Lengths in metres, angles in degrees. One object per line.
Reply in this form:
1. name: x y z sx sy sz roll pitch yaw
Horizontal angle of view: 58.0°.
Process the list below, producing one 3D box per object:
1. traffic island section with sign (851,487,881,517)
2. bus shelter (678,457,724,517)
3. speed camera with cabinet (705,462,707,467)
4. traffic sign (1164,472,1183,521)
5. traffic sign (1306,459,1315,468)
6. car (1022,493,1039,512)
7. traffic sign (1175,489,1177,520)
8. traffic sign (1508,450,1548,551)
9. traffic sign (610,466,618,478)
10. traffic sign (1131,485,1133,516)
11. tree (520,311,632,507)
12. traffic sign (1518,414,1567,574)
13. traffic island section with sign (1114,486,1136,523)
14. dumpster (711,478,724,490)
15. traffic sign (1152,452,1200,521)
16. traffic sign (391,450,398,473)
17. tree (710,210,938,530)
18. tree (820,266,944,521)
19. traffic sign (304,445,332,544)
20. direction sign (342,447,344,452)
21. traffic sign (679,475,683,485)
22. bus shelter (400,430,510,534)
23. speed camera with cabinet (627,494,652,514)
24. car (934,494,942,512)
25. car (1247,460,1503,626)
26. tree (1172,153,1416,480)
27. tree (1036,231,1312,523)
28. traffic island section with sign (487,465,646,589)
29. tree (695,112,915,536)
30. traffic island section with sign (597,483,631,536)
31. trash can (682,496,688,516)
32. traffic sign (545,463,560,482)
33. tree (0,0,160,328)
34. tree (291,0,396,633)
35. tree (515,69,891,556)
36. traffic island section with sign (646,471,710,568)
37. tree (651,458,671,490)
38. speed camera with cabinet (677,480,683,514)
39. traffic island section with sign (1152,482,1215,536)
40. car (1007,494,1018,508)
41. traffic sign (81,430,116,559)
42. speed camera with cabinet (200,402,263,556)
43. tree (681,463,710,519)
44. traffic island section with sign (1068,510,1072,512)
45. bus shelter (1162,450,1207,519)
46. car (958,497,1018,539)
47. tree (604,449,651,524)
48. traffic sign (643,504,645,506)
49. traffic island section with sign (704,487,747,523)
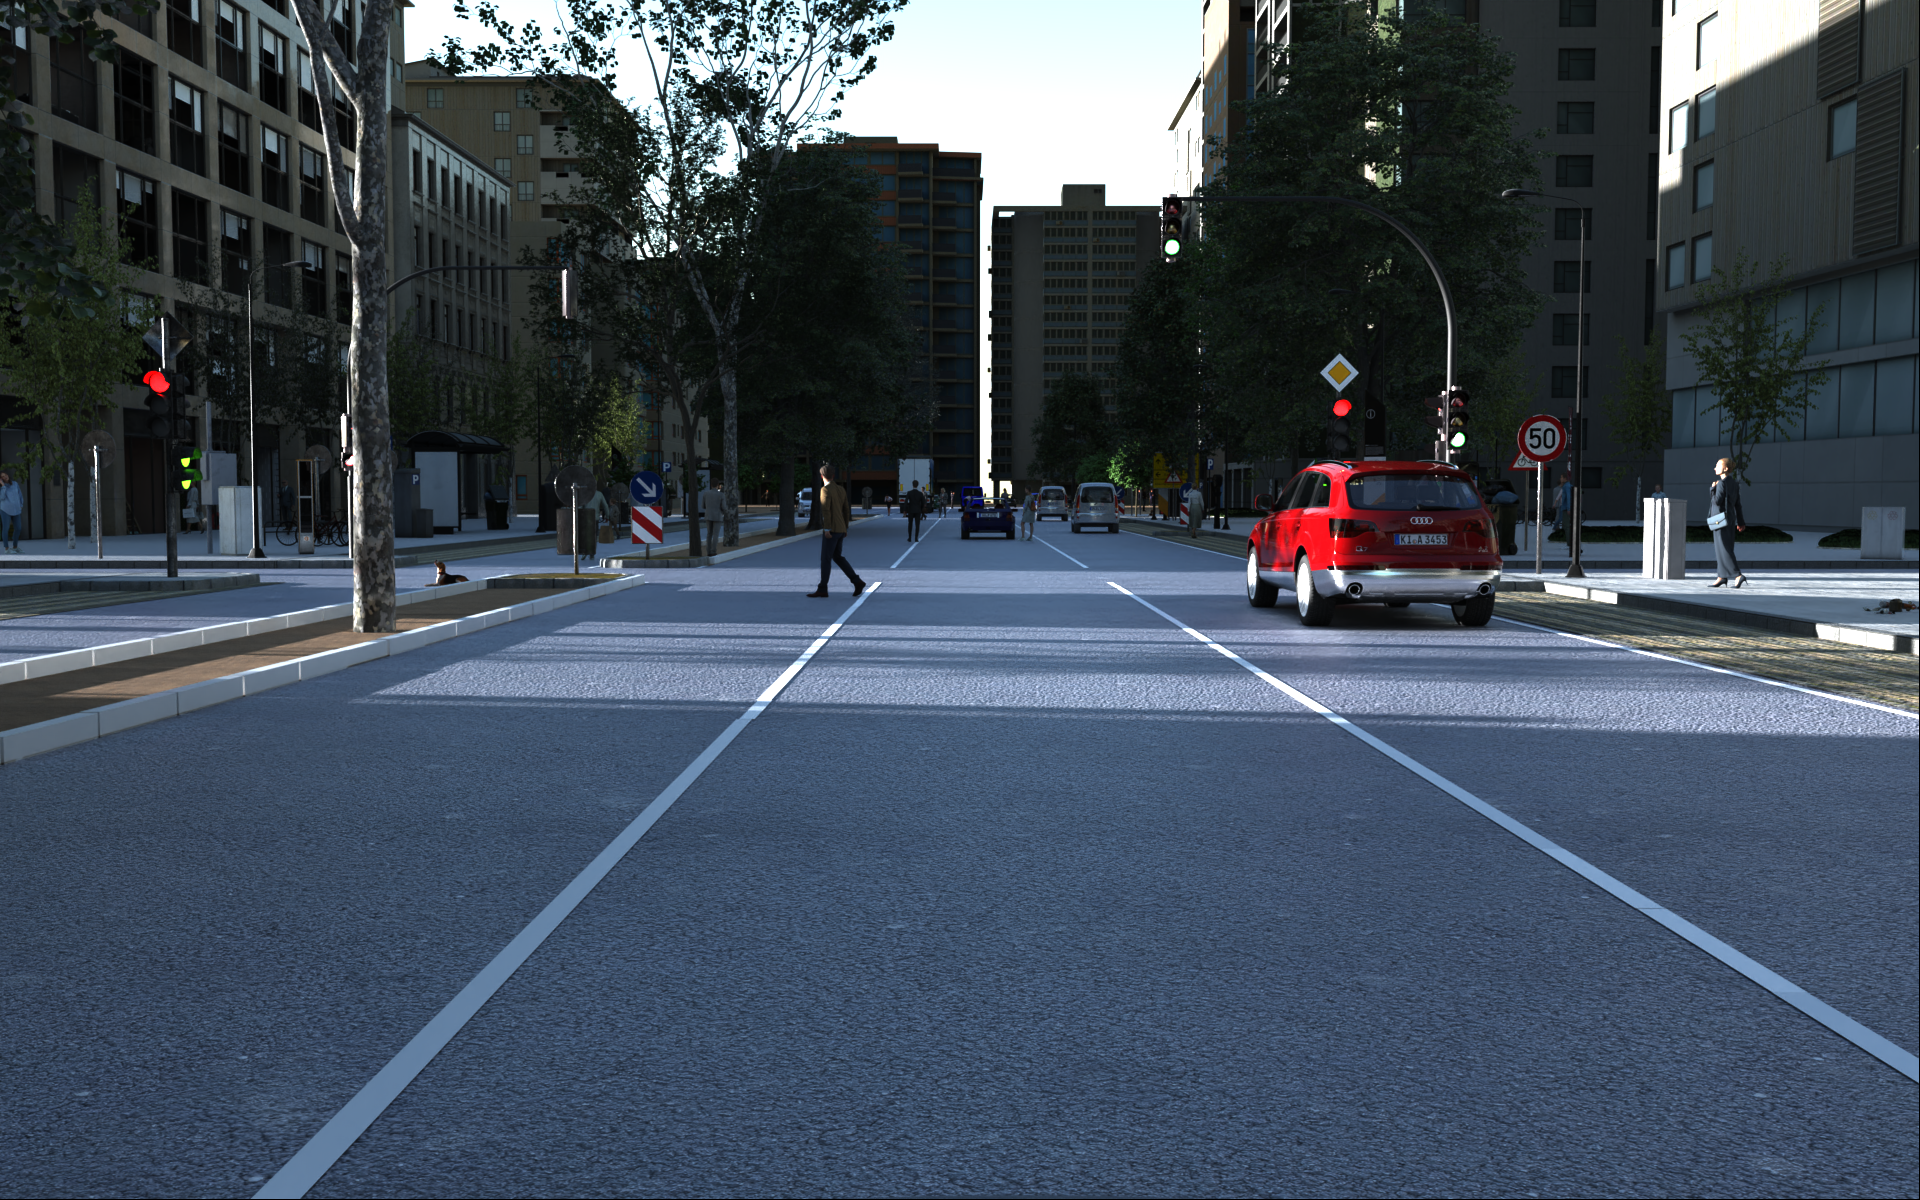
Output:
1. traffic island section with sign: -5.919 -6.203 109.549 2.006 1.907 1.989 0 4 0
2. bus shelter: -14.579 -6.399 98.545 2.014 3.302 5.546 0 4 0
3. speed camera with cabinet: -15.882 -7.014 109.017 0.660 3.252 2.038 1 4 13
4. traffic sign: 10.258 -5.093 83.277 0.884 2.594 0.081 0 4 3
5. traffic sign: 13.084 -3.909 63.652 0.795 2.593 0.064 0 4 6
6. car: 5.259 -6.700 119.131 1.945 1.707 3.694 0 4 -2
7. traffic sign: 10.474 -5.135 84.065 0.768 2.556 0.104 0 4 5
8. traffic sign: 12.792 -2.390 39.079 0.884 2.594 0.081 0 4 4
9. traffic sign: -16.033 -4.963 80.877 0.795 2.593 0.064 0 4 1
10. traffic sign: 10.224 -6.294 103.006 0.768 2.556 0.104 0 4 5
11. tree: -15.035 -7.155 67.354 4.360 8.622 3.978 0 3 0
12. traffic sign: 9.299 -1.691 27.748 0.768 2.556 0.104 0 4 4
13. traffic island section with sign: 7.701 -4.749 86.270 1.989 1.847 2.006 0 4 0
14. dumpster: -14.484 -6.333 106.038 1.502 2.255 1.985 0 3 0
15. traffic sign: 10.441 -5.496 83.733 2.265 3.308 0.079 1 4 9
16. traffic sign: -15.891 -2.919 47.838 0.768 2.556 0.104 0 4 7
17. tree: -5.715 -9.128 68.706 9.611 12.733 9.660 0 3 0
18. tree: -5.918 -10.959 92.006 12.009 13.543 11.850 0 3 0
19. traffic sign: -16.533 -2.720 44.585 0.768 2.556 0.104 1 4 9
20. direction sign: -17.754 -3.607 50.975 0.379 3.537 0.876 3 5 39
21. traffic sign: -17.065 -6.568 107.496 0.768 2.556 0.104 0 4 8
22. bus shelter: -16.628 -3.885 57.444 2.014 3.302 5.546 0 4 0
23. speed camera with cabinet: -16.706 -5.749 88.330 0.660 3.252 2.038 3 5 43
24. car: -2.397 -7.992 142.473 2.131 1.459 4.920 0 4 -2
25. car: 4.724 -0.715 20.368 2.281 1.827 5.304 0 4 -1
26. tree: 10.238 -7.814 53.519 9.928 11.665 9.643 0 3 0
27. tree: 10.232 -9.723 75.976 9.611 12.733 9.660 0 3 0
28. traffic island section with sign: -6.127 -1.154 27.004 2.006 1.907 1.989 0 4 0
29. tree: -5.954 -9.158 58.853 9.857 13.997 8.962 0 3 0
30. traffic island section with sign: -11.793 -3.131 59.827 1.989 1.847 2.006 0 4 0
31. trash can: -16.145 -5.554 102.459 0.748 1.137 0.748 0 3 0
32. traffic sign: -17.140 -4.484 73.311 0.884 2.594 0.081 0 4 1
33. tree: -6.257 -5.940 6.238 9.857 13.997 8.962 0 3 0
34. tree: -7.288 -9.779 18.227 12.611 20.169 13.585 0 3 0
35. tree: -5.603 -6.120 36.929 8.767 10.594 7.601 0 4 0
36. traffic island section with sign: -6.099 -1.607 34.411 2.006 1.907 1.989 0 4 0
37. tree: -15.067 -5.460 83.871 1.663 3.219 1.824 0 3 0
38. speed camera with cabinet: -17.262 -6.993 108.668 0.660 3.252 2.038 0 4 2
39. traffic island section with sign: 7.631 -3.100 59.315 1.989 1.847 2.006 0 4 0
40. car: 5.150 -10.663 184.133 2.009 1.686 4.222 0 4 2
41. traffic sign: -17.065 -2.092 34.309 0.768 2.556 0.104 1 4 10
42. speed camera with cabinet: -15.463 -2.592 36.721 0.660 3.252 2.038 -3 5 -42
43. tree: -14.196 -5.890 90.899 1.663 3.219 1.824 0 3 0
44. traffic island section with sign: 7.832 -7.872 137.336 1.989 1.847 2.006 0 4 0
45. bus shelter: 11.704 -6.070 90.522 1.731 3.624 6.357 0 4 0
46. car: 0.906 -2.661 56.082 1.945 1.354 3.894 0 4 1
47. tree: -14.460 -4.879 74.369 1.663 3.219 1.824 0 3 0
48. traffic sign: -15.914 -5.203 87.191 0.606 2.300 0.079 0 4 4
49. traffic island section with sign: -11.721 -4.780 86.782 1.989 1.847 2.006 0 4 0
